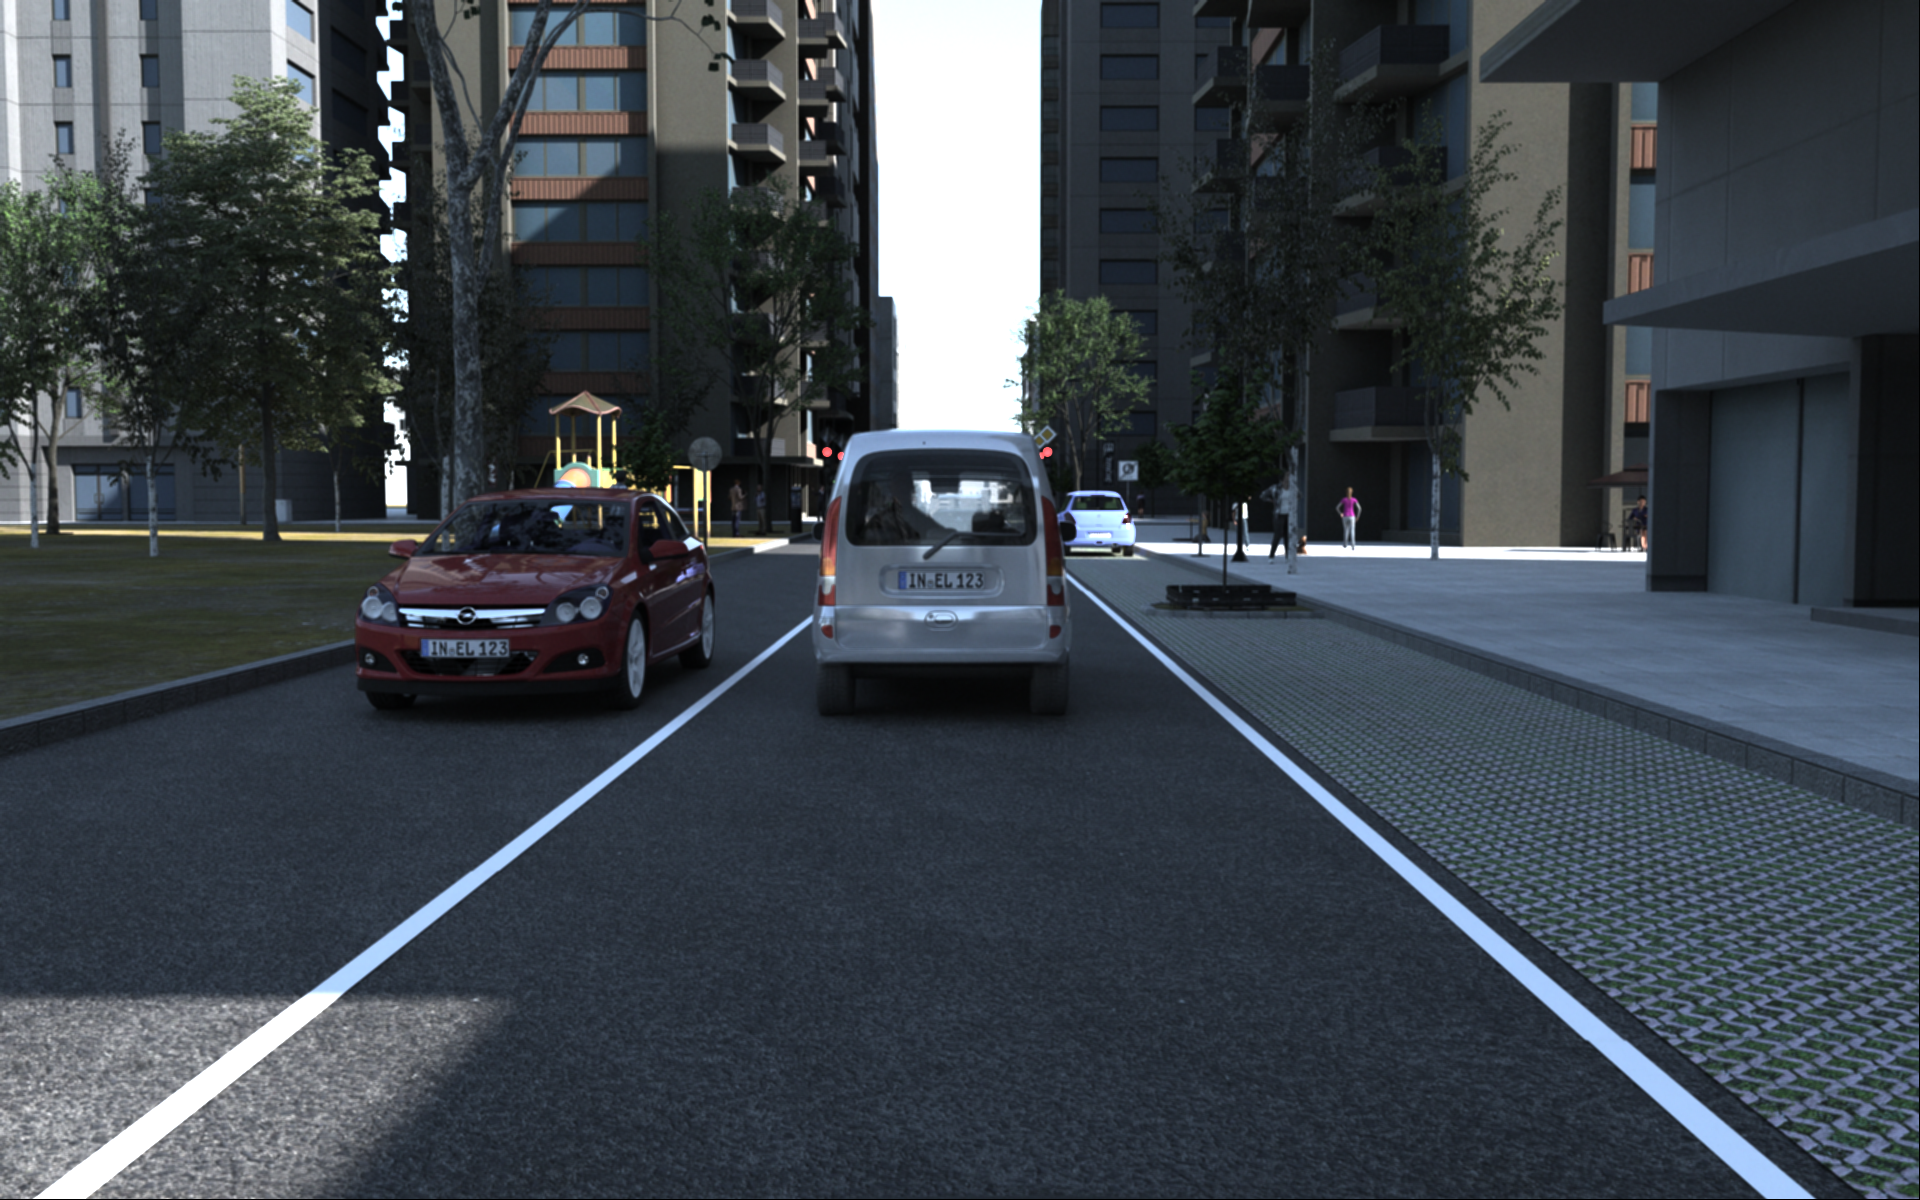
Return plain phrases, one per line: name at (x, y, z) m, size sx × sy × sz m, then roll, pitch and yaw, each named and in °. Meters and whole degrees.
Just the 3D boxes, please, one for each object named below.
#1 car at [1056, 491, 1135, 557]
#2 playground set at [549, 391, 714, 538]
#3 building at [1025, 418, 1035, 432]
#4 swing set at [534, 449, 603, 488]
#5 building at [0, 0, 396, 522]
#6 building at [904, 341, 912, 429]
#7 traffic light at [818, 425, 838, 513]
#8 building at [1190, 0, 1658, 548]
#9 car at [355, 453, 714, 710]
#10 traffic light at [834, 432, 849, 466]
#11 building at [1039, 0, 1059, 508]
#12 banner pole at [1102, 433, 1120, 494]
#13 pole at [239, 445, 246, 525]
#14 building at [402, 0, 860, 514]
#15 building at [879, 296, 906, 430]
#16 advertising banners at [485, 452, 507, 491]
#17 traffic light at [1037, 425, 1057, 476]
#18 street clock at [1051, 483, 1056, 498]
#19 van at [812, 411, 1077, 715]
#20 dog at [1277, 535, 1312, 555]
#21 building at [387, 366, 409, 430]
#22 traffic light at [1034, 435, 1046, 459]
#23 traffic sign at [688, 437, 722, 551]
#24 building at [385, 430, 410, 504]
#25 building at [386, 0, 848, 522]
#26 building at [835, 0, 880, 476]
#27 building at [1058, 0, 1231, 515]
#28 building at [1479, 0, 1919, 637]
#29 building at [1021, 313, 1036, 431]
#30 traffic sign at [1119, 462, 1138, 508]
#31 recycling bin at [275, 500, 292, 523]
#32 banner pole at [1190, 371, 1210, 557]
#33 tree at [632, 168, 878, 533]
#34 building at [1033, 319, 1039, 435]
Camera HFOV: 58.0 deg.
car at (3.092, -1.908, 40.779) m, size 1.945 × 1.707 × 3.694 m, roll 0°, pitch 4°, yaw -2°
playground set at (-10.326, -3.815, 49.159) m, size 5.637 × 4.214 × 5.302 m, roll 1°, pitch 4°, yaw 9°
building at (11.585, -14.598, 180.816) m, size 9.099 × 9.664 × 28.070 m, roll 0°, pitch 4°, yaw 0°
swing set at (-13.741, -3.921, 61.728) m, size 2.862 × 2.851 × 3.119 m, roll -3°, pitch 5°, yaw -43°
building at (-44.804, -33.380, 87.769) m, size 28.212 × 58.520 × 21.231 m, roll 0°, pitch 4°, yaw 0°
building at (-11.928, -22.249, 220.194) m, size 11.380 × 20.091 × 16.016 m, roll 0°, pitch 4°, yaw 0°
traffic light at (-5.345, -4.977, 70.289) m, size 0.839 × 4.253 × 0.868 m, roll 0°, pitch 4°, yaw 0°
building at (19.067, -24.412, 53.760) m, size 22.147 × 44.769 × 28.867 m, roll 0°, pitch 4°, yaw 0°
car at (-2.994, -0.233, 12.852) m, size 2.155 × 1.783 × 4.494 m, roll 0°, pitch 4°, yaw 2°
traffic light at (-5.284, -5.465, 78.274) m, size 0.839 × 4.253 × 0.868 m, roll 0°, pitch 4°, yaw 0°
building at (13.640, -28.271, 145.831) m, size 14.154 × 41.232 × 14.086 m, roll 0°, pitch 4°, yaw 0°
banner pole at (6.242, -4.947, 70.901) m, size 0.863 × 3.779 × 0.401 m, roll 0°, pitch 4°, yaw 2°
pole at (-29.538, -4.738, 71.314) m, size 0.158 × 3.312 × 0.155 m, roll 0°, pitch 3°, yaw 0°
building at (-21.136, -32.492, 120.487) m, size 28.713 × 52.752 × 27.495 m, roll 0°, pitch 4°, yaw 0°
building at (-14.246, -18.595, 170.484) m, size 16.747 × 18.905 × 31.486 m, roll 0°, pitch 4°, yaw 0°
advertising banners at (-18.588, -4.608, 71.527) m, size 2.074 × 3.025 × 0.090 m, roll 0°, pitch 4°, yaw 4°
traffic light at (3.516, -4.974, 70.238) m, size 0.839 × 4.253 × 0.868 m, roll 0°, pitch 4°, yaw 0°
street clock at (5.571, -6.034, 103.219) m, size 0.358 × 2.002 × 0.471 m, roll 0°, pitch 4°, yaw -6°
van at (-0.116, -0.342, 12.597) m, size 2.013 × 2.044 × 4.112 m, roll 0°, pitch 3°, yaw 0°
dog at (7.074, -1.156, 36.630) m, size 0.748 × 0.427 × 0.550 m, roll 1°, pitch 4°, yaw 10°
building at (-63.027, -23.266, 246.855) m, size 31.486 × 18.905 × 16.747 m, roll 0°, pitch 4°, yaw 0°
traffic light at (3.577, -5.462, 78.223) m, size 0.839 × 4.253 × 0.868 m, roll 0°, pitch 4°, yaw 0°
traffic sign at (-5.694, -2.357, 38.638) m, size 0.768 × 2.556 × 0.104 m, roll 0°, pitch 4°, yaw 6°
building at (-63.104, -17.317, 225.274) m, size 28.070 × 9.664 × 9.099 m, roll 0°, pitch 4°, yaw 0°
building at (-17.607, -26.765, 92.235) m, size 22.147 × 44.769 × 28.867 m, roll 0°, pitch 4°, yaw 0°
building at (-13.902, -30.079, 141.897) m, size 14.600 × 45.320 × 14.200 m, roll 0°, pitch 4°, yaw 0°
building at (17.147, -35.118, 116.182) m, size 21.231 × 58.520 × 28.212 m, roll 0°, pitch 4°, yaw 0°
building at (20.056, -25.674, 9.014) m, size 28.713 × 52.752 × 27.495 m, roll 0°, pitch 4°, yaw 0°
building at (21.730, -22.488, 211.650) m, size 27.936 × 21.610 × 32.646 m, roll 0°, pitch 4°, yaw 0°
traffic sign at (5.191, -3.139, 53.459) m, size 0.606 × 2.300 × 0.079 m, roll 0°, pitch 4°, yaw 3°
recycling bin at (-30.479, -3.988, 77.756) m, size 0.722 × 1.027 × 0.722 m, roll 0°, pitch 4°, yaw -1°
banner pole at (5.017, -2.791, 35.642) m, size 0.401 × 3.779 × 0.863 m, roll 1°, pitch 4°, yaw 22°
tree at (-6.523, -8.021, 56.895) m, size 9.928 × 11.665 × 9.643 m, roll 0°, pitch 3°, yaw 0°
building at (14.880, -18.615, 160.769) m, size 16.016 × 20.091 × 11.380 m, roll 0°, pitch 4°, yaw 0°
